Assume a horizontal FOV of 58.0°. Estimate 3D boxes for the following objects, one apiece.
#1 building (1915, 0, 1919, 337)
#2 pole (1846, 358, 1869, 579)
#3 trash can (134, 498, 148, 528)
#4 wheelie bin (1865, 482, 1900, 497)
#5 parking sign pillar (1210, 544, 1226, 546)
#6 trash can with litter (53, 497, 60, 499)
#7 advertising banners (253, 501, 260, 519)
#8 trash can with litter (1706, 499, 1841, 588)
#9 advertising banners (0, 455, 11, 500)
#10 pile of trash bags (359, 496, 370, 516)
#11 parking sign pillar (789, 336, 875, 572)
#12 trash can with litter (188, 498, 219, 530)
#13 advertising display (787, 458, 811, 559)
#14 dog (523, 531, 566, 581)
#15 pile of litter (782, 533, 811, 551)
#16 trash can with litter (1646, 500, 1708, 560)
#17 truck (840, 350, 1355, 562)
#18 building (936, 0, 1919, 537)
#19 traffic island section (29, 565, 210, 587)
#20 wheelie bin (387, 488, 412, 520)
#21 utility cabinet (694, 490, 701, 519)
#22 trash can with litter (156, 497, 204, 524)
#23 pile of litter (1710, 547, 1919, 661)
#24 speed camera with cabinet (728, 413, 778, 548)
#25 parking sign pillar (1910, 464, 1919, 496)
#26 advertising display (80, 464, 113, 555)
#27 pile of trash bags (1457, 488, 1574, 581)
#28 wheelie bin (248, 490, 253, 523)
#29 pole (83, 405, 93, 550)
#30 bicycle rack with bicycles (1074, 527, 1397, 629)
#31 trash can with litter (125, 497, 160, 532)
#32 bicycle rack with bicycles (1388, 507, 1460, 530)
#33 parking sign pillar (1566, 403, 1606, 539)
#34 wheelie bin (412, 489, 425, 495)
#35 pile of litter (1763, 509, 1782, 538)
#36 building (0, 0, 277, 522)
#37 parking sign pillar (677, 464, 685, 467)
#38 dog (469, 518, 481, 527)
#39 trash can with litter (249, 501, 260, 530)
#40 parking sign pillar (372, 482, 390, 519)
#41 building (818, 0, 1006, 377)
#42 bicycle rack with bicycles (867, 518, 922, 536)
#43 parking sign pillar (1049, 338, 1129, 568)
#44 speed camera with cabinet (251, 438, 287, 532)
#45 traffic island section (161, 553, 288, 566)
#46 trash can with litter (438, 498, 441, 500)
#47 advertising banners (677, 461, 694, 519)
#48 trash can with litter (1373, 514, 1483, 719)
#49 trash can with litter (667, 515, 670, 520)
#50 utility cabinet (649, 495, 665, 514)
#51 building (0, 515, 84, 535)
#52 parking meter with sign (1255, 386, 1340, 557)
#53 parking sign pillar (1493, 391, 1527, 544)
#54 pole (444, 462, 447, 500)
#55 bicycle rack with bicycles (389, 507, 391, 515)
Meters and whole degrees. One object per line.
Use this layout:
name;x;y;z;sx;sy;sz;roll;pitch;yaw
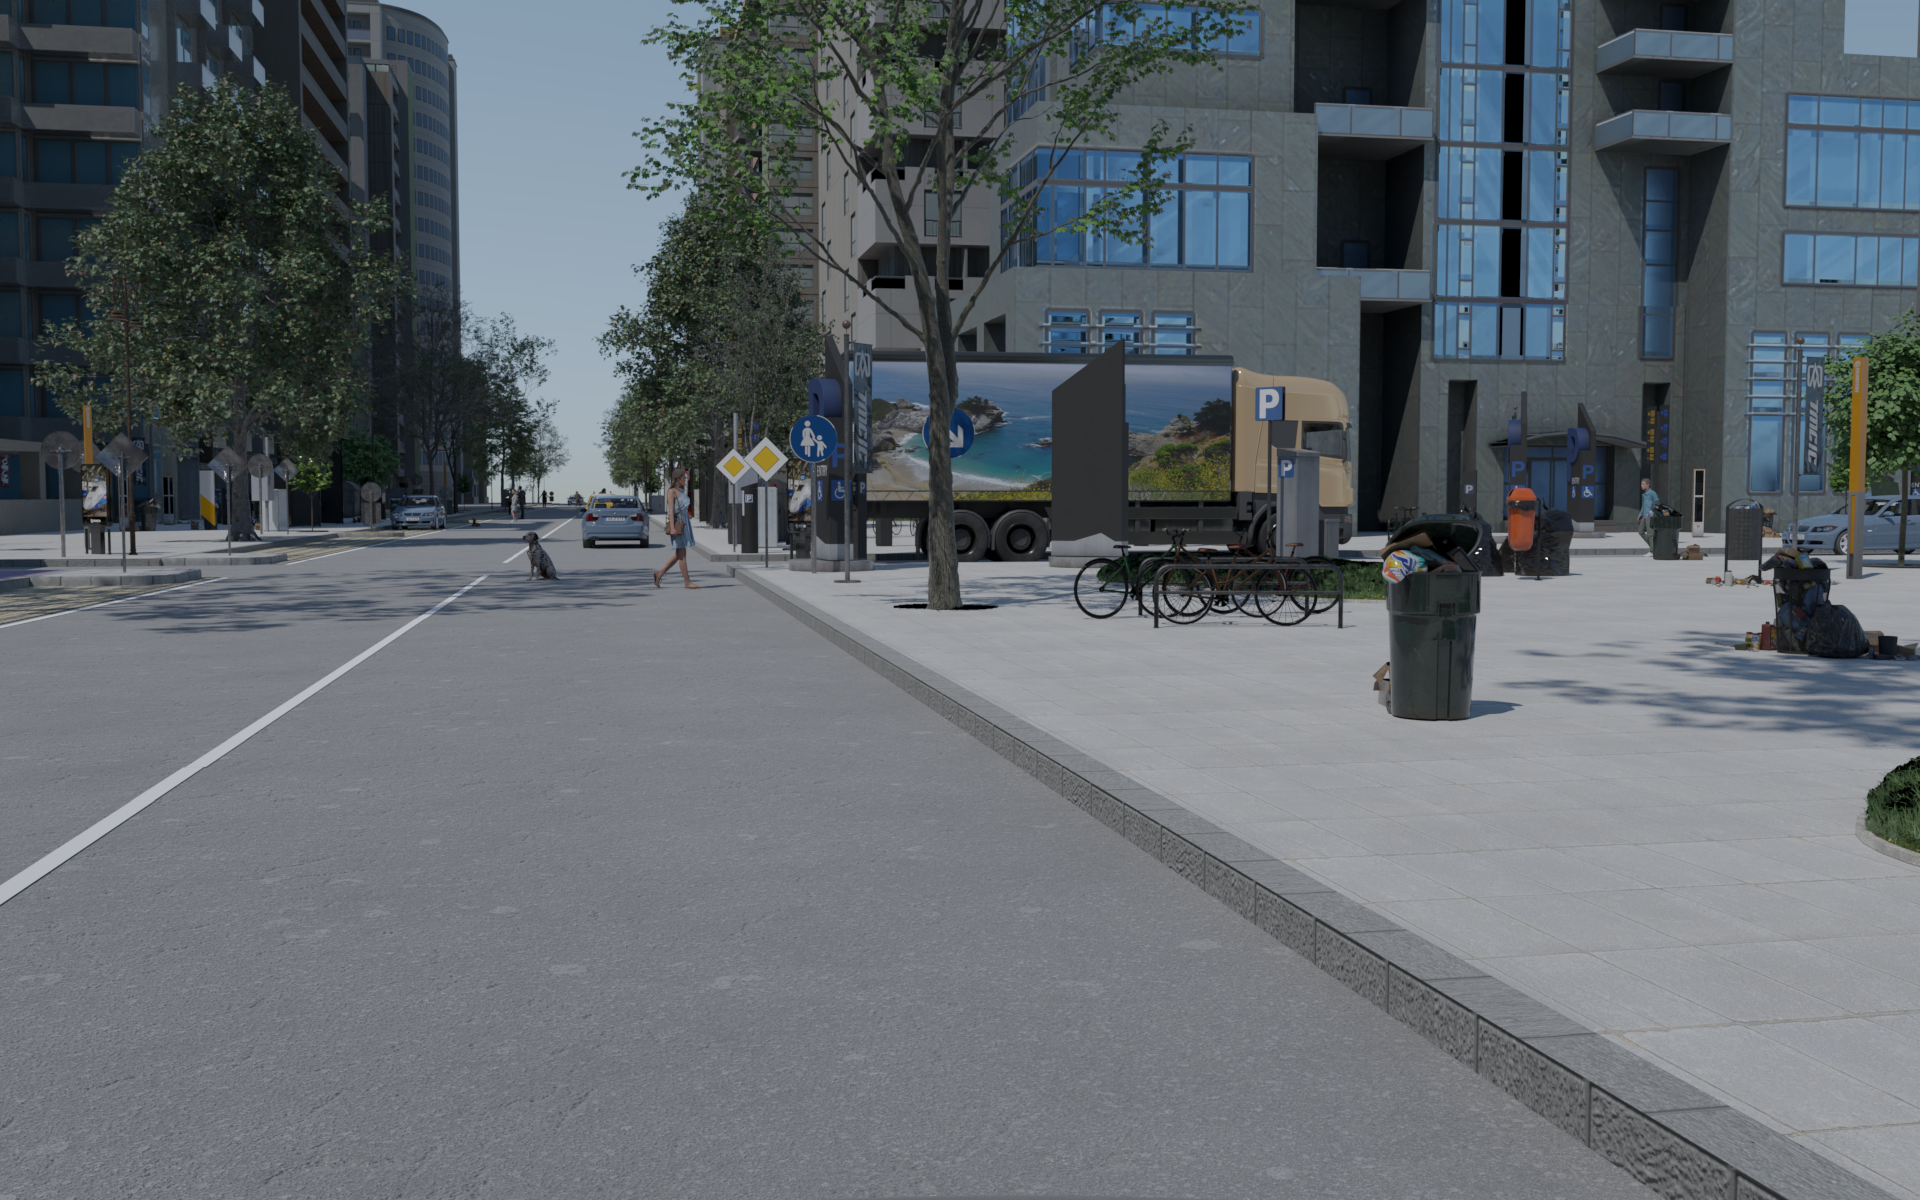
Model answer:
building;45.603;-23.172;62.449;14.086;41.232;14.154;-1;4;-11
pole;13.482;-1.968;26.016;0.158;3.312;0.155;0;3;0
trash can;-30.423;-3.222;64.332;0.748;1.137;0.748;0;3;0
wheelie bin;24.076;-2.282;45.220;0.980;1.594;0.693;1;4;16
parking sign pillar;6.946;-3.347;43.193;1.447;3.967;1.447;2;4;29
trash can with litter;-37.721;-3.735;72.459;0.624;1.170;1.055;-1;4;-13
advertising banners;-35.048;-5.547;86.882;0.090;3.025;2.074;-3;5;-43
trash can with litter;11.524;-0.823;24.508;2.233;1.210;1.678;0;4;-4
advertising banners;-40.912;-4.692;72.906;0.090;3.025;2.074;2;4;31
pile of trash bags;-34.764;-5.569;100.803;1.912;1.369;3.447;-2;4;-30
parking sign pillar;-2.161;-2.483;29.065;1.447;3.967;1.447;-1;4;-18
trash can with litter;-27.264;-3.120;62.397;1.055;1.170;0.624;-1;4;-22
advertising display;-2.809;-1.573;30.938;0.123;1.923;0.974;-2;4;-34
dog;-6.834;-0.728;28.742;0.800;0.831;0.513;-1;4;-13
pile of litter;-3.417;-1.548;39.276;1.176;0.858;1.719;-1;4;-15
trash can with litter;13.950;-1.364;33.694;1.055;1.170;0.624;0;4;-1
truck;3.085;-2.867;35.796;11.283;4.237;2.839;-1;4;-10
building;14.502;-45.755;60.774;31.000;86.520;22.319;-1;4;-11
traffic island section;-13.646;-0.365;28.249;2.009;0.180;2.903;-1;4;-11
wheelie bin;-27.884;-4.765;85.810;0.980;1.594;0.693;0;4;-3
utility cabinet;-12.947;-4.802;87.192;0.318;1.500;1.173;1;4;20
trash can with litter;-33.488;-3.849;73.995;2.233;1.210;1.678;0;4;4
pile of litter;6.979;-0.008;14.092;1.176;0.858;1.719;-1;4;-10
speed camera with cabinet;-5.007;-2.904;41.816;0.660;3.252;2.038;-2;4;-26
parking sign pillar;40.880;-5.232;74.018;1.447;3.967;1.447;2;4;29
advertising display;-18.350;-1.934;36.828;0.974;1.923;0.123;2;4;33
pile of trash bags;8.618;-1.062;27.110;1.912;1.369;3.447;1;4;10
wheelie bin;-30.479;-4.019;73.611;0.980;1.594;0.693;3;4;37
pole;-20.006;-2.810;39.795;0.158;3.312;0.155;0;3;0
bicycle rack with bicycles;2.614;-0.254;17.539;2.925;0.926;2.852;0;4;2
trash can with litter;-28.063;-2.939;59.432;0.624;1.170;1.055;2;4;35
bicycle rack with bicycles;12.787;-2.077;47.345;2.925;0.926;2.852;-2;4;-32
parking sign pillar;18.129;-3.796;50.540;1.447;3.967;1.447;0;4;3
wheelie bin;-33.763;-6.118;107.937;0.980;1.594;0.693;0;4;5
pile of litter;23.777;-2.291;51.428;1.176;0.858;1.719;-1;4;-9
building;-49.072;-28.715;89.096;23.786;49.044;30.456;-1;4;-11
parking sign pillar;-17.447;-7.388;109.259;1.447;3.967;1.447;-2;4;-29
dog;-21.210;-3.390;75.623;0.550;0.427;0.748;0;4;-5
trash can with litter;-24.483;-3.052;61.282;1.055;1.170;0.624;0;4;-3
parking sign pillar;-30.237;-6.228;90.308;1.447;3.967;1.447;0;4;5
building;6.767;-31.179;99.010;28.713;52.752;27.495;-1;4;-11
bicycle rack with bicycles;-1.602;-2.451;53.463;2.852;0.926;2.925;1;4;23
parking sign pillar;2.289;-2.569;30.468;1.447;3.967;1.447;1;4;22
speed camera with cabinet;-23.721;-3.982;59.448;0.660;3.252;2.038;0;4;-4
traffic island section;-15.231;-0.844;36.076;2.009;0.180;2.903;-1;4;-11
trash can with litter;-32.281;-5.887;107.644;1.055;1.170;0.624;1;4;12
advertising banners;-13.858;-5.654;88.632;0.090;3.025;2.074;2;4;26
trash can with litter;2.655;0.074;10.174;0.624;1.170;1.055;0;4;-2
trash can with litter;-13.938;-4.518;85.262;0.624;1.170;1.055;2;4;26
utility cabinet;-19.264;-6.050;110.083;0.306;1.237;1.020;3;5;43
building;-46.470;-22.135;53.784;32.217;40.220;23.993;-1;4;-11
parking meter with sign;5.652;-1.990;28.798;1.738;3.016;0.543;-3;5;-43
parking sign pillar;14.473;-3.454;44.941;1.447;3.967;1.447;1;4;17
pole;-32.262;-7.016;108.562;0.158;3.312;0.155;0;3;0
bicycle rack with bicycles;-32.145;-5.452;102.527;2.925;0.926;2.852;-2;4;-31
